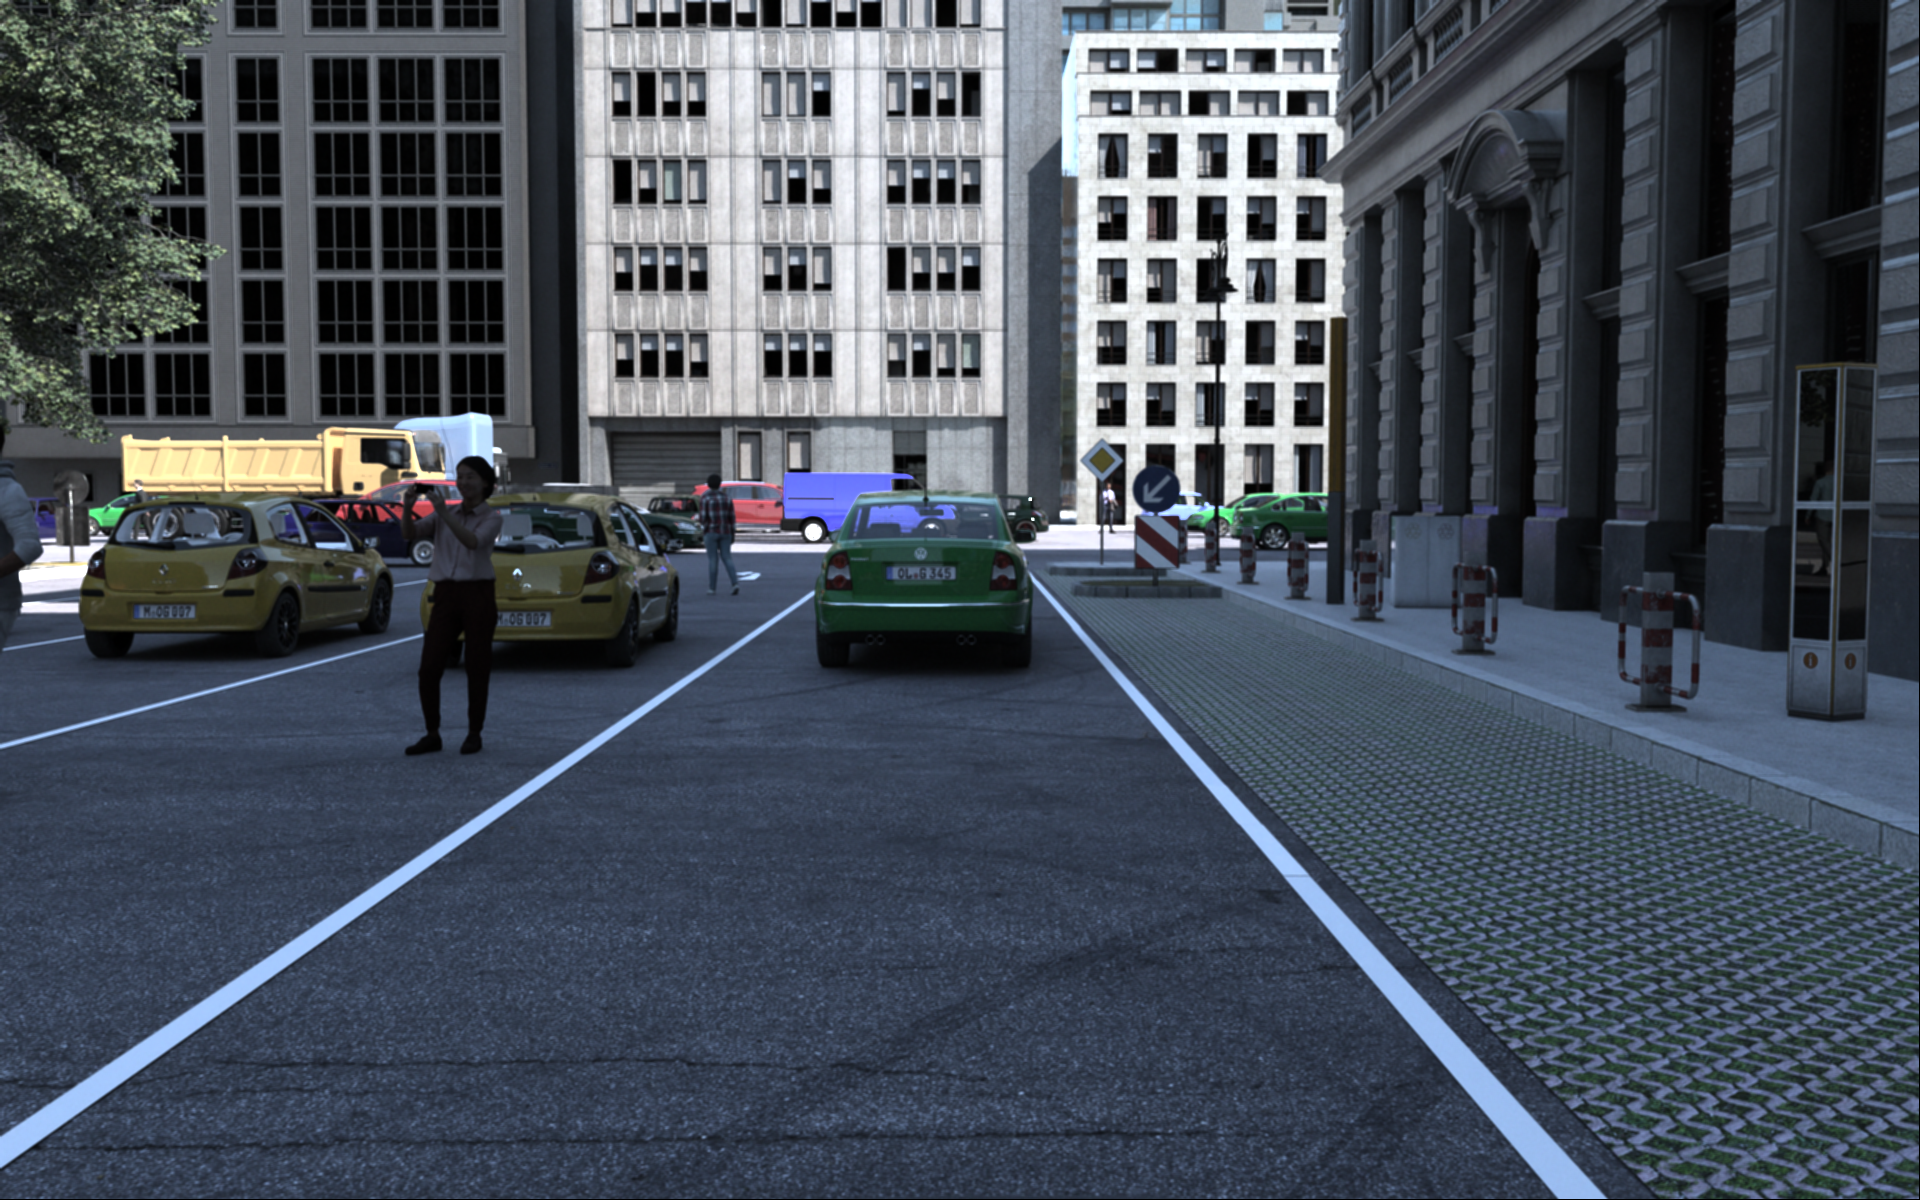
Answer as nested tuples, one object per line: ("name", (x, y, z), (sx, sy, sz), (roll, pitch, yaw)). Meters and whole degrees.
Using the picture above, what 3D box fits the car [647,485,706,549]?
("car", (-7.459, -2.257, 46.683), (2.009, 1.686, 4.222), (0, 4, 1))

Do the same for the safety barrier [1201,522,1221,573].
("safety barrier", (4.103, -0.859, 28.323), (0.300, 0.817, 1.120), (0, 3, 0))

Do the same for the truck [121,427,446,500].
("truck", (-19.499, -3.398, 51.480), (9.791, 3.379, 3.469), (0, 4, 2))

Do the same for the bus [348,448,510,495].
("bus", (-22.570, -4.221, 63.878), (13.247, 3.499, 2.948), (0, 4, -1))

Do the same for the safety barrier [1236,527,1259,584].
("safety barrier", (4.106, -0.638, 24.710), (0.300, 0.817, 1.120), (0, 3, 0))

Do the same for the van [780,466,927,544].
("van", (-2.603, -2.829, 50.645), (5.245, 2.365, 2.240), (0, 4, -2))

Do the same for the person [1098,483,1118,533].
("person", (5.379, -3.330, 62.806), (0.709, 1.838, 0.599), (-1, 4, -14))

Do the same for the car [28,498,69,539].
("car", (-26.242, -2.200, 48.548), (1.945, 1.354, 3.894), (0, 3, 0))

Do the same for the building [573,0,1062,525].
("building", (-5.785, -15.834, 76.901), (19.932, 24.808, 12.078), (0, 3, 0))

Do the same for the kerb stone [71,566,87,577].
("kerb stone", (-15.474, -0.507, 30.491), (0.120, 0.150, 1.000), (0, 3, 0))

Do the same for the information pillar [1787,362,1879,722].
("information pillar", (4.966, -0.329, 9.871), (0.304, 2.012, 0.304), (-2, 4, -26))

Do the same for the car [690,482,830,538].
("car", (-6.072, -2.768, 53.926), (5.304, 1.827, 2.281), (0, 4, -1))

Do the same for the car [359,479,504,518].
("car", (-14.191, -2.208, 44.771), (5.304, 1.827, 2.281), (0, 4, 1))

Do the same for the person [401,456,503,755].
("person", (-2.789, 0.025, 9.545), (0.566, 1.644, 0.517), (-3, 4, -36))

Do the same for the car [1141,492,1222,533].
("car", (8.598, -3.362, 64.559), (3.694, 1.707, 1.945), (0, 4, -1))

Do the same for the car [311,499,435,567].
("car", (-11.614, -1.349, 34.638), (3.894, 1.354, 1.945), (0, 4, 2))

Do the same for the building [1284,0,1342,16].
("building", (44.835, -48.980, 239.081), (20.611, 71.187, 20.563), (0, 3, 0))

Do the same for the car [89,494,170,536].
("car", (-28.124, -3.097, 59.433), (4.718, 1.807, 1.959), (0, 4, -2))

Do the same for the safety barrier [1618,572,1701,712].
("safety barrier", (4.126, 0.246, 10.250), (0.300, 0.817, 1.120), (0, 3, 0))

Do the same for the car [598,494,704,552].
("car", (-8.654, -1.855, 42.122), (4.920, 1.459, 2.131), (0, 4, 0))

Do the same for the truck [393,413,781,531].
("truck", (-10.247, -4.180, 58.103), (18.799, 4.110, 2.967), (0, 3, 0))

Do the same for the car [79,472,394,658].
("car", (-6.763, -0.390, 16.607), (2.015, 1.641, 3.980), (0, 4, 0))

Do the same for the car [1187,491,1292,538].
("car", (9.871, -2.993, 57.726), (4.718, 1.807, 1.959), (0, 4, -1))

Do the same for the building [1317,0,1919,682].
("building", (11.305, -11.693, 20.056), (11.050, 23.489, 19.941), (0, 3, 0))

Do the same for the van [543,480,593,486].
("van", (-14.439, -3.722, 67.867), (4.112, 2.044, 2.013), (0, 4, -1))

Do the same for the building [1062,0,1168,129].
("building", (17.232, -33.004, 159.230), (23.786, 49.044, 30.456), (0, 3, 0))

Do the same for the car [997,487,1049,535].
("car", (0.638, -2.657, 53.230), (4.222, 1.686, 2.009), (0, 4, 2))

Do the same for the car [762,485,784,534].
("car", (-8.402, -3.365, 63.689), (5.304, 1.827, 2.281), (0, 4, 2))

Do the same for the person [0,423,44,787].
("person", (-4.637, 0.038, 8.033), (0.875, 1.805, 0.789), (2, 4, 32))

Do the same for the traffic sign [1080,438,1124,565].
("traffic sign", (2.567, -1.694, 31.336), (0.795, 2.450, 0.064), (0, 3, 0))

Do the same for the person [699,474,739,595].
("person", (-3.448, -0.939, 24.685), (0.563, 1.720, 0.643), (-2, 4, -30))

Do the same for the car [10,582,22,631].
("car", (-10.402, -0.232, 15.795), (2.014, 1.417, 4.499), (0, 4, -1))

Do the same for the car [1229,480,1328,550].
("car", (9.360, -2.204, 44.824), (4.718, 1.807, 1.959), (0, 4, 1))

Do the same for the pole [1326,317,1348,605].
("pole", (4.380, -1.606, 20.106), (0.158, 3.312, 0.155), (0, 3, 0))

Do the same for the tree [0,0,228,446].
("tree", (-16.467, -7.222, 27.187), (9.857, 13.997, 8.962), (0, 3, 0))

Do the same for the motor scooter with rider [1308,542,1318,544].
("motor scooter with rider", (10.893, -2.488, 49.643), (1.986, 1.779, 0.876), (0, 4, 1))

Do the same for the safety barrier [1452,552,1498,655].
("safety barrier", (4.118, 0.025, 13.873), (0.300, 0.817, 1.120), (0, 3, 0))

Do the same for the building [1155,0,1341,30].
("building", (35.676, -34.076, 176.756), (30.456, 49.044, 23.786), (0, 3, 0))

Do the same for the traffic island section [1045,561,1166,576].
("traffic island section", (2.590, -0.559, 31.413), (2.009, 0.180, 2.903), (0, 3, 0))

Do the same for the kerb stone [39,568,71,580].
("kerb stone", (-15.486, -0.444, 29.452), (0.120, 0.150, 1.000), (0, 3, 0))

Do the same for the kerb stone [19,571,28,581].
("kerb stone", (-15.482, -0.381, 28.424), (0.120, 0.150, 1.000), (0, 3, 0))

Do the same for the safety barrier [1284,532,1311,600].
("safety barrier", (4.116, -0.418, 21.102), (0.300, 0.817, 1.120), (0, 3, 0))

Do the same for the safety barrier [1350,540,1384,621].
("safety barrier", (4.117, -0.197, 17.489), (0.300, 0.817, 1.120), (0, 3, 0))

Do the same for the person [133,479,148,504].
("person", (-22.870, -2.445, 48.256), (0.755, 1.850, 0.659), (-1, 4, -10))

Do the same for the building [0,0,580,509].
("building", (-28.791, -17.413, 78.210), (24.014, 27.812, 14.314), (0, 3, 0))

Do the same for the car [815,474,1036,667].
("car", (-0.272, -0.424, 15.726), (1.959, 1.807, 4.718), (0, 4, 1))

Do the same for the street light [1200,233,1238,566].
("street light", (4.601, -3.557, 30.938), (0.468, 5.910, 1.993), (0, 3, 0))

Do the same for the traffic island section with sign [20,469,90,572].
("traffic island section with sign", (-16.530, -1.437, 31.625), (2.006, 1.907, 1.989), (0, 3, 0))

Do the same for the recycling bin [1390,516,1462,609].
("recycling bin", (5.308, -0.440, 19.754), (0.722, 1.027, 0.722), (1, 4, 10))

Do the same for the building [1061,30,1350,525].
("building", (13.143, -13.472, 75.024), (16.860, 20.320, 10.420), (0, 3, 0))

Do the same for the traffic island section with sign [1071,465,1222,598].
("traffic island section with sign", (2.603, -0.980, 24.654), (1.989, 1.847, 2.006), (0, 3, 0))

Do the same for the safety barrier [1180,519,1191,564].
("safety barrier", (4.100, -1.080, 31.938), (0.300, 0.817, 1.120), (0, 3, 0))

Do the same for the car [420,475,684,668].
("car", (-3.589, -0.337, 15.729), (2.015, 1.641, 3.980), (0, 4, -2))
